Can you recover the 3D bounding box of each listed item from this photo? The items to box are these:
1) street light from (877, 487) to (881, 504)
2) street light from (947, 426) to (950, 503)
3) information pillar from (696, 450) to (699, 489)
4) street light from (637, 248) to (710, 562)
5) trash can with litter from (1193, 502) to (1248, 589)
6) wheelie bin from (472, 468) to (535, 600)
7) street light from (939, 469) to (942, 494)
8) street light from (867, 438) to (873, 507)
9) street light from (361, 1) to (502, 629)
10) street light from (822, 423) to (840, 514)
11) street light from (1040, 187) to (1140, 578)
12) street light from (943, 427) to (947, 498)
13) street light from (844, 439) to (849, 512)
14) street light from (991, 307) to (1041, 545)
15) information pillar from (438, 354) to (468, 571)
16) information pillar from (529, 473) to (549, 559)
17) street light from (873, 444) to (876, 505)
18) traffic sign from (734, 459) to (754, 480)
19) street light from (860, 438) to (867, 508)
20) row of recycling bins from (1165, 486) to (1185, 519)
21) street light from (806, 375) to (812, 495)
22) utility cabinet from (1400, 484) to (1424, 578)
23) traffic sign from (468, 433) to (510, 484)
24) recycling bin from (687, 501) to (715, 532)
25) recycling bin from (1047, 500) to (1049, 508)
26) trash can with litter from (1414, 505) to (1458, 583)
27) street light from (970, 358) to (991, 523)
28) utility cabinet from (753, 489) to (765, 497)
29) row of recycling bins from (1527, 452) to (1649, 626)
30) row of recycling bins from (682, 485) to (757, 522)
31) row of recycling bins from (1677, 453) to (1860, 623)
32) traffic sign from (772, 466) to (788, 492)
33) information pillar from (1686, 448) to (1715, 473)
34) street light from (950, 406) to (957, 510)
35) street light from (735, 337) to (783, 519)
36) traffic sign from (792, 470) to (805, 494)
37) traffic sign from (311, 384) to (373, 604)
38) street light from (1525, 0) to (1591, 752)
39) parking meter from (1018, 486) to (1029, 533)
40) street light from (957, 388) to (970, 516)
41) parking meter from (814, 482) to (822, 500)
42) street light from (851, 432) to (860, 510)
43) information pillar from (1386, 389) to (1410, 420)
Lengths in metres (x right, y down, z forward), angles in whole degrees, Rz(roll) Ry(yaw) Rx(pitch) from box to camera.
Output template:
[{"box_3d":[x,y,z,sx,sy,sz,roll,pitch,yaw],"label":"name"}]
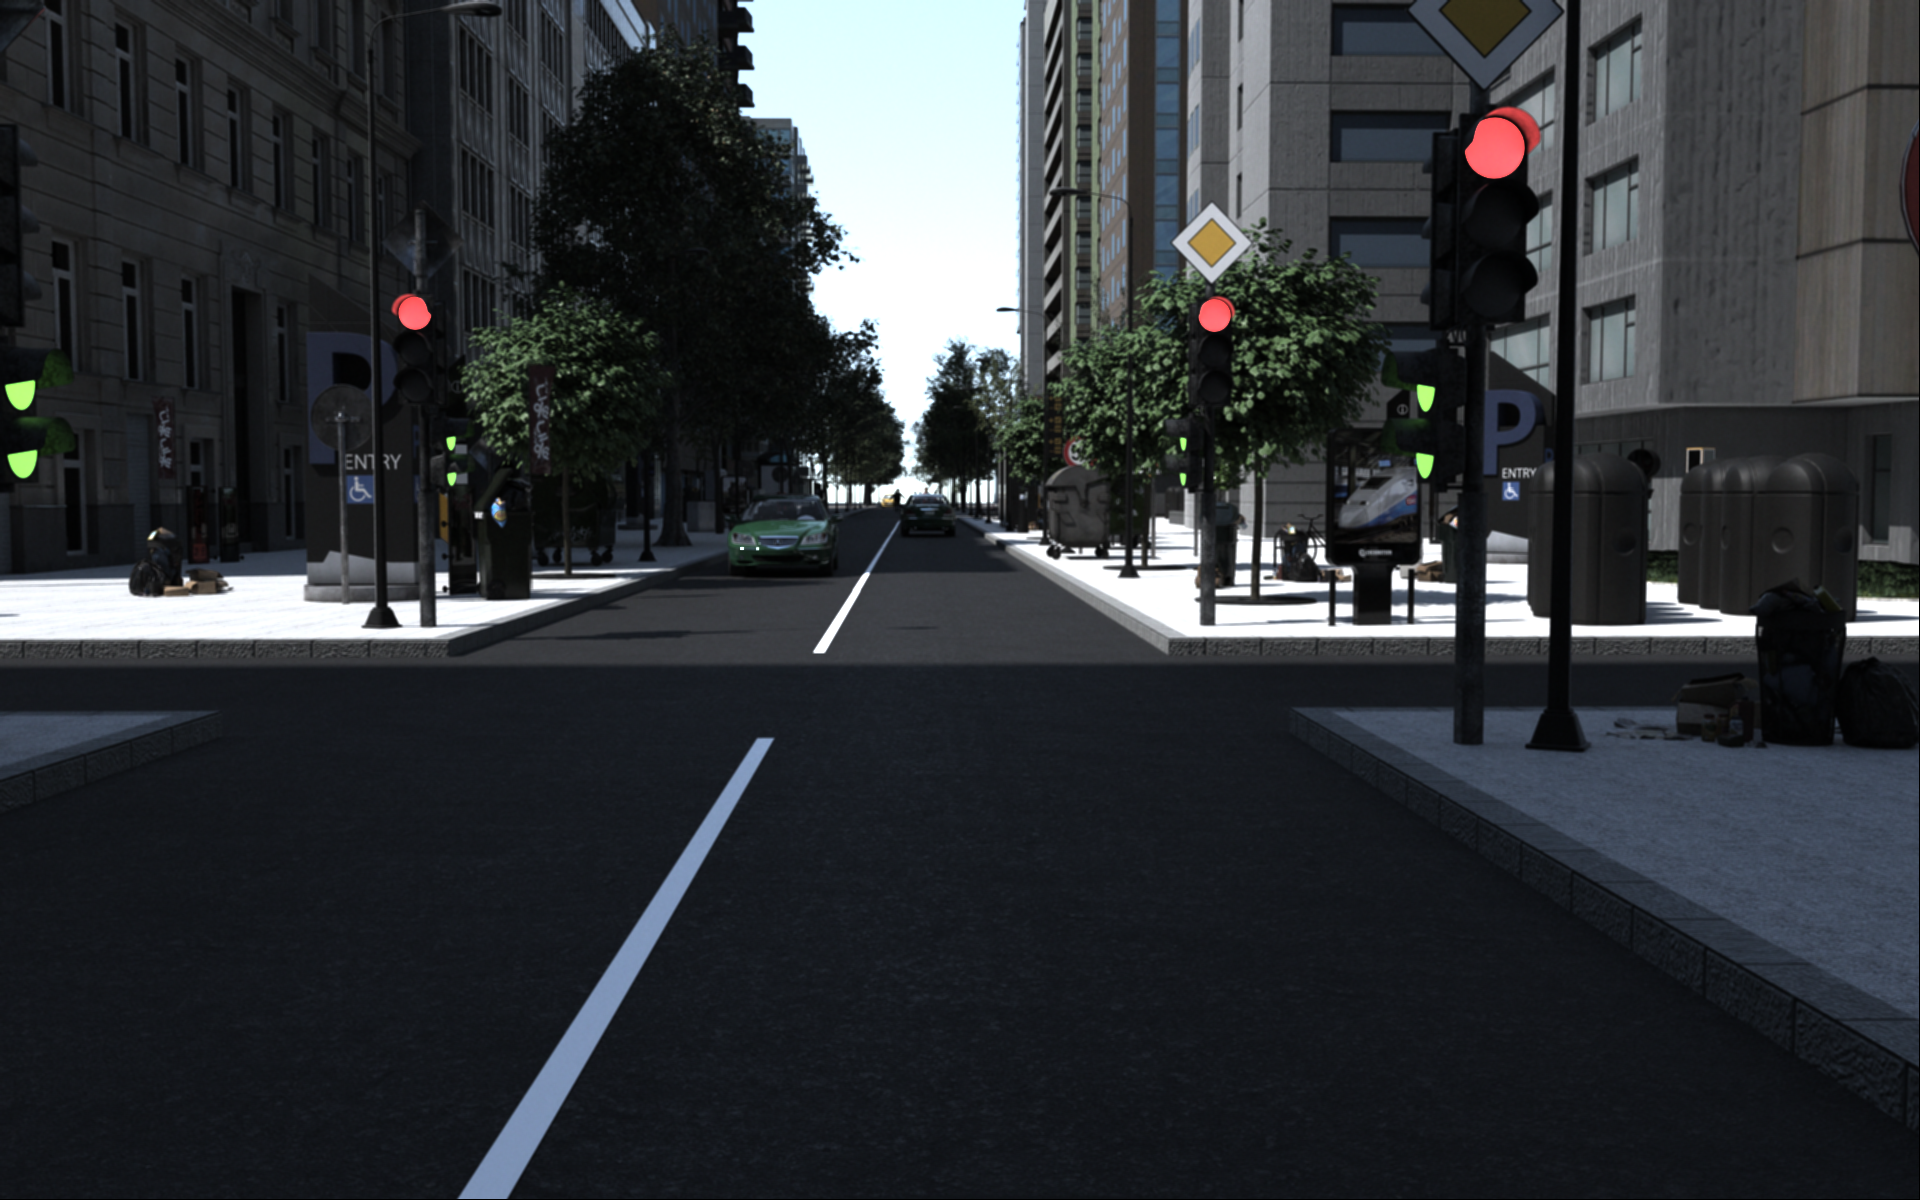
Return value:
[{"box_3d":[-8.979,-12.480,176.595,1.470,5.913,1.316,0,4,-1],"label":"street light"},{"box_3d":[0.104,-7.966,102.784,1.470,5.913,1.316,0,4,-1],"label":"street light"},{"box_3d":[-13.845,-6.122,91.444,0.183,3.616,0.504,-1,4,-17],"label":"information pillar"},{"box_3d":[-5.423,-3.689,32.850,1.470,5.913,1.316,0,4,-1],"label":"street light"},{"box_3d":[3.570,-0.761,23.835,0.624,1.170,1.055,1,4,18],"label":"trash can with litter"},{"box_3d":[-5.583,-0.816,21.252,0.693,1.594,0.980,-2,4,-26],"label":"wheelie bin"},{"box_3d":[-0.709,-9.952,135.261,1.470,5.913,1.316,0,4,-1],"label":"street light"},{"box_3d":[-8.142,-10.433,143.121,1.470,5.913,1.316,0,4,-1],"label":"street light"},{"box_3d":[-5.017,-2.687,16.480,1.470,5.913,1.316,0,4,-1],"label":"street light"},{"box_3d":[-6.687,-6.826,84.144,1.470,5.913,1.316,0,4,-1],"label":"street light"},{"box_3d":[2.051,-3.295,26.407,1.470,5.913,1.316,0,4,-1],"label":"street light"},{"box_3d":[-0.287,-8.959,119.023,1.470,5.913,1.316,0,4,-1],"label":"street light"},{"box_3d":[-6.853,-7.391,93.389,1.470,5.913,1.316,0,4,-1],"label":"street light"},{"box_3d":[1.590,-4.319,43.156,1.470,5.913,1.316,0,4,-1],"label":"street light"},{"box_3d":[-8.448,-2.296,28.901,0.504,3.616,0.183,-3,5,-39],"label":"information pillar"},{"box_3d":[-8.305,-1.813,34.134,0.304,2.012,0.304,0,4,0],"label":"information pillar"},{"box_3d":[-8.630,-11.434,159.493,1.470,5.913,1.316,0,4,-1],"label":"street light"},{"box_3d":[-7.948,-3.894,63.768,0.768,2.556,0.104,0,4,4],"label":"traffic sign"},{"box_3d":[-7.765,-9.440,126.882,1.470,5.913,1.316,0,4,-1],"label":"street light"},{"box_3d":[11.490,-4.959,88.194,1.069,1.692,3.534,-1,4,-21],"label":"row of recycling bins"},{"box_3d":[-6.305,-5.749,66.537,1.470,5.913,1.316,0,4,-1],"label":"street light"},{"box_3d":[6.977,-1.101,26.687,0.318,1.500,1.173,1,4,17],"label":"utility cabinet"},{"box_3d":[-8.342,-1.808,30.750,0.795,2.450,0.064,0,4,6],"label":"traffic sign"},{"box_3d":[-8.805,-2.833,58.871,0.722,1.027,0.722,-3,5,-43],"label":"recycling bin"},{"box_3d":[3.938,-4.400,84.492,0.722,1.027,0.722,0,4,-8],"label":"recycling bin"},{"box_3d":[7.010,-0.838,25.092,0.624,1.170,1.055,-2,4,-32],"label":"trash can with litter"},{"box_3d":[1.186,-5.312,59.395,1.470,5.913,1.316,0,4,-1],"label":"street light"},{"box_3d":[-8.862,-4.137,76.322,0.318,1.500,1.173,0,4,7],"label":"utility cabinet"},{"box_3d":[6.602,-0.695,18.477,1.069,1.692,3.534,1,4,13],"label":"row of recycling bins"},{"box_3d":[-10.930,-4.398,79.026,3.534,1.692,1.069,-1,4,-11],"label":"row of recycling bins"},{"box_3d":[8.686,-0.717,18.834,1.069,1.692,3.534,0,4,6],"label":"row of recycling bins"},{"box_3d":[-8.159,-4.797,78.545,0.768,2.556,0.104,1,4,8],"label":"traffic sign"},{"box_3d":[11.814,-1.418,27.672,0.304,2.012,0.304,-2,4,-28],"label":"information pillar"},{"box_3d":[0.347,-7.299,91.872,1.470,5.913,1.316,0,4,-1],"label":"street light"},{"box_3d":[-5.945,-4.756,50.297,1.470,5.913,1.316,0,4,-1],"label":"street light"},{"box_3d":[-8.697,-5.634,92.124,0.884,2.594,0.081,0,4,5],"label":"traffic sign"},{"box_3d":[-7.170,-1.225,20.135,0.768,2.556,0.104,0,4,3],"label":"traffic sign"},{"box_3d":[2.491,-2.205,8.593,1.470,5.913,1.316,0,4,-1],"label":"street light"},{"box_3d":[2.083,-2.980,57.126,0.372,1.533,0.369,0,3,0],"label":"parking meter"},{"box_3d":[0.709,-6.305,75.632,1.470,5.913,1.316,0,4,-1],"label":"street light"},{"box_3d":[-6.753,-4.687,82.344,0.399,1.863,0.255,0,4,1],"label":"parking meter"},{"box_3d":[-7.313,-8.422,110.234,1.470,5.913,1.316,0,4,-1],"label":"street light"},{"box_3d":[9.282,-2.774,36.708,0.504,3.616,0.183,1,4,10],"label":"information pillar"}]
